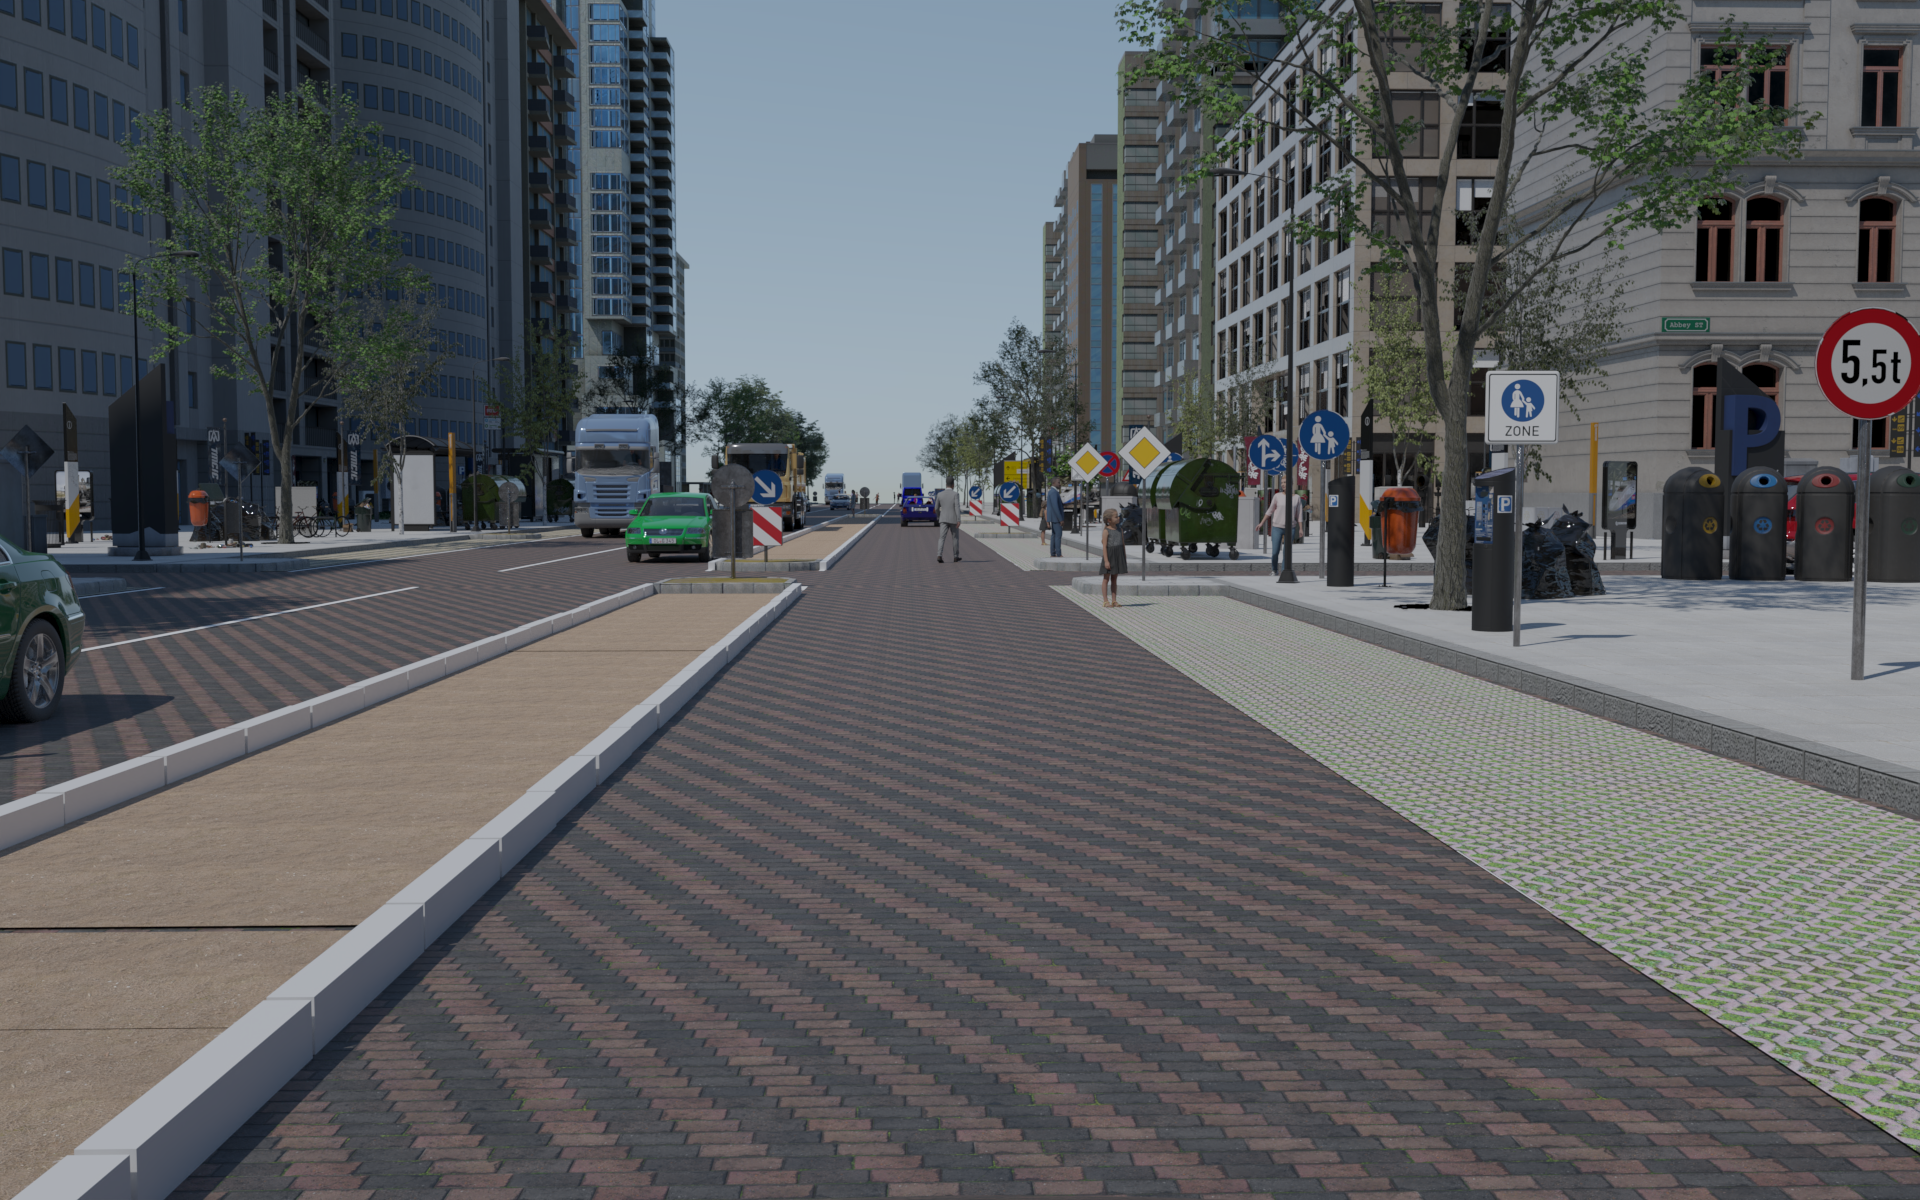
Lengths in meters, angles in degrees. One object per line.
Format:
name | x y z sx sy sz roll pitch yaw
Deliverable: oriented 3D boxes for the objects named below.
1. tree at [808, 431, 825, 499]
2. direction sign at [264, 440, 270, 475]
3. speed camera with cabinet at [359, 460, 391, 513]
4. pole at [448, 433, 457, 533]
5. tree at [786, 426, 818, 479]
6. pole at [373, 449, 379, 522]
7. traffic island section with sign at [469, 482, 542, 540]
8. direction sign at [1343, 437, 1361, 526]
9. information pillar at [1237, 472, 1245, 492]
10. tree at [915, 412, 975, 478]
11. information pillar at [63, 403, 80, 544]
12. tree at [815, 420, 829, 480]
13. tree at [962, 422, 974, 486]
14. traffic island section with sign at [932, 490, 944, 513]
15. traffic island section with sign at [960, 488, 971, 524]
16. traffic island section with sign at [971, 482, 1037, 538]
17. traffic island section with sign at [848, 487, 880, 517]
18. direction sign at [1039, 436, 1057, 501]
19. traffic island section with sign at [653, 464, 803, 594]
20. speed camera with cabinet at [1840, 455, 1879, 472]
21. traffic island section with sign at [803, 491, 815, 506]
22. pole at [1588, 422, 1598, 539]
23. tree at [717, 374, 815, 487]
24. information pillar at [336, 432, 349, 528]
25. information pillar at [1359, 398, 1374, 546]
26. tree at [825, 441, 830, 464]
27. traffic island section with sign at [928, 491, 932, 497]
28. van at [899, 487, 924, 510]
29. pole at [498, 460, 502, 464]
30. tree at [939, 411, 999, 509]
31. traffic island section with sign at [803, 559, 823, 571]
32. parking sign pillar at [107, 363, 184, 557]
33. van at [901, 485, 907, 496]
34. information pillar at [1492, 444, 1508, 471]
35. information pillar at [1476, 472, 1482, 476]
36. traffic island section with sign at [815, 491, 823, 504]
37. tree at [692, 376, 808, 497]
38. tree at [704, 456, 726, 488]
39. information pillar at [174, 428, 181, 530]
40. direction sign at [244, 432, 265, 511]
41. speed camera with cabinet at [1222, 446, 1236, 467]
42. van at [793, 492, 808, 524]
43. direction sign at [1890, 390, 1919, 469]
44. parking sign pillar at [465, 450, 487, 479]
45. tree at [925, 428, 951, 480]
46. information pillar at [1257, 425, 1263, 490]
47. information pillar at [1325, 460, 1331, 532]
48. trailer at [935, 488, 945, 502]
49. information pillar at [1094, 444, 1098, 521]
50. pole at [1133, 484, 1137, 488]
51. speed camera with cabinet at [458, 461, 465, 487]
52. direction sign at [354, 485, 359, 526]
tree | -22.123 -17.015 203.945 9.928 11.665 9.643 0 3 0
direction sign | -29.092 -4.903 72.161 0.379 3.537 0.876 2 4 23
speed camera with cabinet | -31.018 -5.983 92.165 0.660 3.252 2.038 3 5 40
pole | -16.912 -3.908 57.731 0.158 3.312 0.155 0 3 0
tree | -22.699 -18.384 234.986 7.601 10.594 8.767 -1 4 -15
pole | -26.683 -5.217 79.145 0.158 3.312 0.155 0 3 0
traffic island section with sign | -14.437 -2.847 55.181 1.989 1.847 2.006 0 4 -2
direction sign | 15.646 -4.702 68.868 0.876 3.537 0.379 3 4 36
information pillar | 9.134 -3.201 56.823 0.304 2.012 0.304 2 4 32
tree | -1.614 -21.224 257.380 12.009 13.543 11.850 0 3 0
information pillar | -22.941 -3.263 44.703 0.183 3.616 0.504 0 4 4
tree | -23.844 -21.364 255.953 9.857 13.997 8.962 0 3 0
tree | 2.412 -10.446 121.158 4.360 8.622 3.978 0 3 0
traffic island section with sign | -0.917 -7.643 133.583 1.989 1.847 2.006 0 4 -2
traffic island section with sign | 0.612 -4.574 83.406 1.989 1.847 2.006 0 4 -2
traffic island section with sign | 1.464 -2.926 56.464 1.989 1.847 2.006 0 4 -2
traffic island section with sign | -5.970 -6.118 108.160 2.006 1.907 1.989 0 4 -2
direction sign | 3.365 -4.666 68.283 0.379 3.537 0.876 -2 4 -30
traffic island section with sign | -3.432 -1.071 25.653 2.006 1.907 1.989 0 4 -2
speed camera with cabinet | 22.199 -2.882 41.455 2.038 3.252 0.660 0 4 1
traffic island section with sign | -19.353 -12.612 214.840 1.989 1.847 2.006 0 4 -2
pole | 18.055 -3.396 49.370 0.158 3.312 0.155 0 3 0
tree | -21.222 -16.870 182.471 9.857 13.997 8.962 0 3 0
information pillar | -23.222 -4.510 65.097 0.183 3.616 0.504 2 4 25
information pillar | 10.002 -3.135 42.606 0.183 3.616 0.504 -1 4 -16
tree | -23.688 -20.936 268.057 9.928 11.665 9.643 0 3 0
traffic island section with sign | -1.746 -9.290 160.526 1.989 1.847 2.006 0 4 -2
van | -4.268 -9.146 153.913 2.240 2.365 5.245 0 4 -3
pole | -25.737 -6.309 97.002 0.158 3.312 0.155 0 3 0
tree | 1.220 -12.471 154.260 4.737 8.622 4.395 0 3 0
traffic island section with sign | -3.650 -1.524 33.057 2.006 1.907 1.989 0 4 -2
parking sign pillar | -17.014 -2.912 36.078 1.447 3.967 1.447 1 4 14
van | -5.110 -10.826 181.394 2.240 2.365 5.245 0 4 -2
information pillar | 10.919 -2.670 35.011 0.183 3.616 0.504 -1 4 -13
information pillar | 17.416 -3.264 57.866 0.304 2.012 0.304 0 4 -6
traffic island section with sign | -20.186 -14.274 242.011 1.989 1.847 2.006 0 4 -2
tree | -20.326 -13.926 153.451 9.928 11.665 9.643 0 3 0
tree | -19.705 -9.878 145.212 4.285 4.588 4.351 0 3 0
information pillar | -27.688 -4.272 61.199 0.183 3.616 0.504 -2 4 -26
direction sign | -26.049 -4.382 63.637 0.876 3.537 0.379 3 5 44
speed camera with cabinet | 10.923 -4.746 71.927 0.660 3.252 2.038 -1 4 -17
van | -8.112 -4.535 81.151 2.013 2.044 4.112 0 4 -2
direction sign | 20.113 -2.734 36.704 0.379 3.537 0.876 -2 4 -28
parking sign pillar | -25.988 -6.403 93.169 1.447 3.967 1.447 2 4 30
tree | 0.793 -16.109 197.787 7.601 10.594 8.767 1 4 16
information pillar | 10.201 -4.134 58.951 0.183 3.616 0.504 0 4 -5
information pillar | 12.292 -4.073 57.942 0.183 3.616 0.504 2 4 28
trailer | -2.049 -10.216 174.074 1.471 1.999 3.904 0 4 -3
information pillar | 6.335 -5.511 81.465 0.183 3.616 0.504 -1 4 -14
pole | 8.869 -5.748 87.821 0.158 3.312 0.155 0 3 0
speed camera with cabinet | -29.421 -6.784 105.251 2.038 3.252 0.660 -2 4 -31
direction sign | -24.326 -4.768 69.947 0.379 3.537 0.876 0 4 -6
